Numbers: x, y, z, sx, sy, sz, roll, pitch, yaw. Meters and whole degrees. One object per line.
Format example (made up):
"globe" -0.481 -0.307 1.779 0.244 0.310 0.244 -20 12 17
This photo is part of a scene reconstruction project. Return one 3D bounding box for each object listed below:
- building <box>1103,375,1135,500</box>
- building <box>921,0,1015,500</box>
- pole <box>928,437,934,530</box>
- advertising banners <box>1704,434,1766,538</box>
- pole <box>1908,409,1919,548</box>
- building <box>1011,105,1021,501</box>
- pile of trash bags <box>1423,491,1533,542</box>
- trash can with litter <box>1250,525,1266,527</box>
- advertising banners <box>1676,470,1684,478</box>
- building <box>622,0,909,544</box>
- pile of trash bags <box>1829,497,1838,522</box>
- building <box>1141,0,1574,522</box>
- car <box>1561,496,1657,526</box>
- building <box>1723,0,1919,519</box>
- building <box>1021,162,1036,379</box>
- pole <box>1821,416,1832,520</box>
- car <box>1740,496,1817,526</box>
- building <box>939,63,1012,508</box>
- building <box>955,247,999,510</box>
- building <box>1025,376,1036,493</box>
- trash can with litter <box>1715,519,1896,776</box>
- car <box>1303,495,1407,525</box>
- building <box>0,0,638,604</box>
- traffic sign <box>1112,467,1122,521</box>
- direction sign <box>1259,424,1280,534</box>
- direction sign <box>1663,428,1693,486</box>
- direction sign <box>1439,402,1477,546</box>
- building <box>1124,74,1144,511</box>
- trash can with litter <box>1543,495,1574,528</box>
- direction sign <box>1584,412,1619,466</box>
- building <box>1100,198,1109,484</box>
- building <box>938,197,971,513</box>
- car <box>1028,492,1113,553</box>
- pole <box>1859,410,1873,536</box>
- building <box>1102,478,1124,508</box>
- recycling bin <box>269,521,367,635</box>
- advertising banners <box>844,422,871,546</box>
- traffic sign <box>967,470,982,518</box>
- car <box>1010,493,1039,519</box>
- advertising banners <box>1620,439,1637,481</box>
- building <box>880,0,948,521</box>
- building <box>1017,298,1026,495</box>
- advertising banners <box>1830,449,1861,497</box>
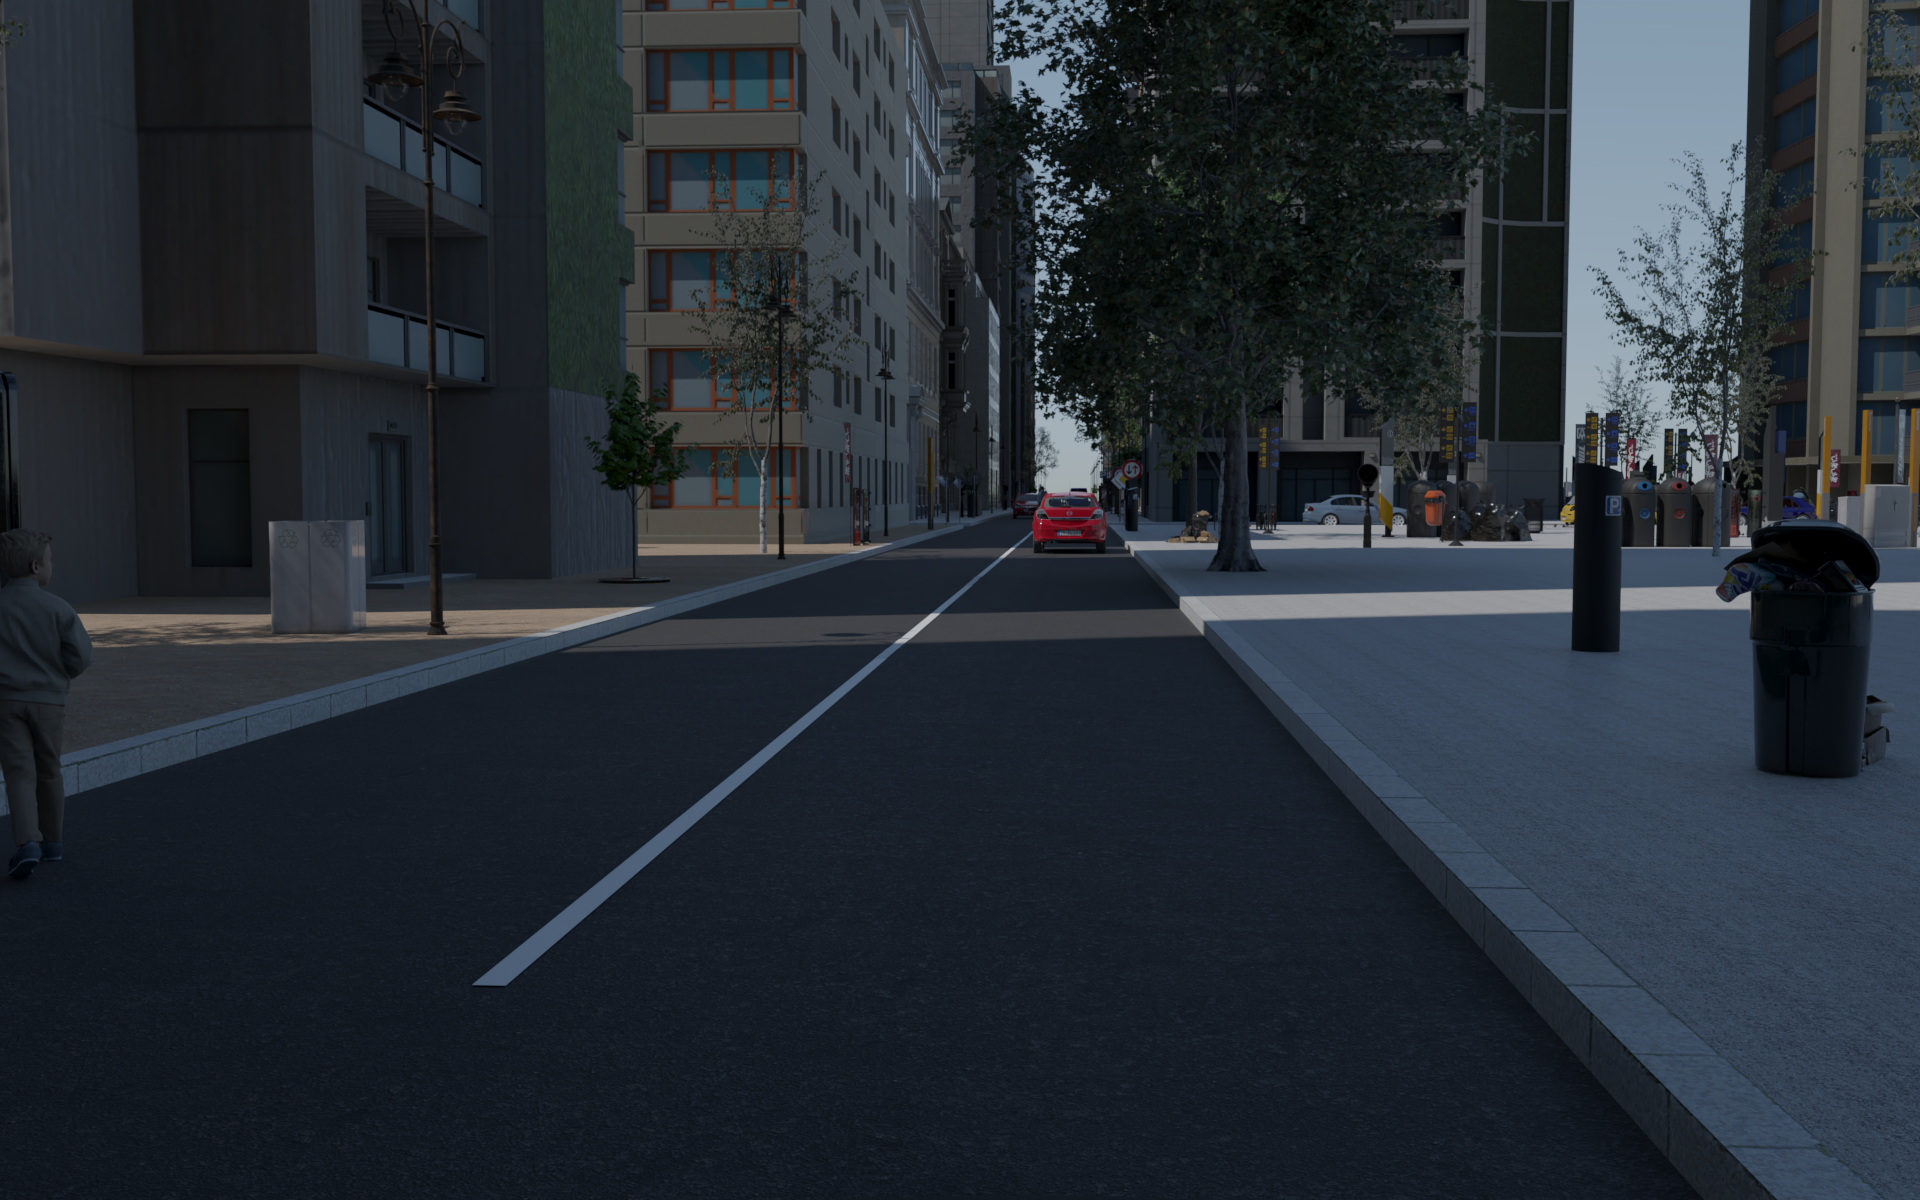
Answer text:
"building" 27.525 -34.526 248.090 14.154 41.232 14.086 0 4 4
"building" -4.745 -45.212 177.470 20.563 71.187 20.611 0 4 4
"pole" -1.054 -4.179 62.174 0.158 3.312 0.155 0 3 0
"advertising banners" 22.596 -3.330 50.632 2.074 3.025 0.090 -1 4 -9
"pole" 22.833 -2.911 41.444 0.158 3.312 0.155 0 3 0
"building" -0.304 -33.349 195.371 14.600 45.320 14.200 0 4 4
"pile of trash bags" 13.847 -2.279 47.021 3.447 1.369 1.912 -2 4 -35
"trash can with litter" 11.094 -3.482 67.990 2.233 1.210 1.678 0 4 -8
"advertising banners" 51.730 -7.965 126.414 2.074 3.025 0.090 3 4 38
"building" -17.464 -13.037 58.194 28.899 21.520 27.650 0 4 4
"pile of trash bags" 33.076 -3.260 63.048 1.912 1.369 3.447 -1 4 -23
"building" 19.836 -39.629 86.189 20.611 71.187 20.563 0 4 4
"car" 27.039 -3.766 71.800 3.980 1.641 2.015 0 4 4
"building" 54.237 -26.408 86.397 28.867 44.769 22.147 0 4 4
"building" 2.022 -46.126 296.152 21.231 58.520 28.212 0 4 4
"pole" 22.698 -3.152 45.386 0.158 3.312 0.155 0 3 0
"car" 33.314 -3.629 71.907 3.894 1.354 1.945 0 4 5
"building" -2.498 -29.190 160.857 14.154 41.232 14.086 0 4 4
"building" -2.349 -17.623 142.888 10.420 20.320 16.860 0 4 4
"building" -2.459 -25.892 268.367 27.650 21.520 28.899 0 4 4
"trash can with litter" 4.034 0.195 8.193 0.624 1.170 1.055 3 5 39
"car" 16.629 -3.694 72.391 4.499 1.417 2.014 0 4 3
"building" -13.266 -20.796 23.613 14.154 41.232 14.086 0 4 4
"traffic sign" 7.546 -4.985 81.617 0.768 2.556 0.104 1 4 13
"direction sign" 9.987 -3.915 56.013 0.379 3.537 0.876 -3 4 -37
"direction sign" 24.669 -4.146 59.779 0.876 3.537 0.379 -1 4 -12
"direction sign" 12.271 -3.103 42.729 0.876 3.537 0.379 0 4 5
"building" 23.762 -29.485 136.706 22.147 44.769 28.867 0 4 4
"trash can with litter" 23.516 -3.385 66.395 2.233 1.210 1.678 1 4 14
"direction sign" 17.842 -3.439 48.227 0.876 3.537 0.379 1 4 13
"building" 37.859 -43.290 297.033 28.713 52.752 27.495 0 4 4
"building" -6.594 -18.236 117.241 14.460 24.649 34.723 0 4 4
"car" 2.753 -2.099 43.353 2.155 1.783 4.494 0 4 4
"pole" 22.035 -2.953 42.132 0.158 3.312 0.155 0 3 0
"building" 31.957 -30.473 190.108 32.217 40.220 23.993 0 4 4
"recycling bin" -5.988 -0.222 16.177 0.722 1.027 0.722 -1 4 -8
"advertising banners" -2.559 -2.864 43.014 0.090 3.025 2.074 1 4 15
"traffic sign" 0.753 -5.584 91.411 0.768 2.556 0.104 1 4 9
"car" 4.008 -5.672 101.785 2.155 1.783 4.494 0 4 2
"advertising banners" 21.100 -3.640 55.694 0.090 3.025 2.074 -1 4 -13
"building" -7.983 -18.586 89.780 13.634 28.700 20.117 0 4 4
"building" 2.119 -29.026 246.270 14.160 30.474 14.107 0 4 4
"advertising banners" 34.933 -4.373 67.693 2.074 3.025 0.090 1 4 10
